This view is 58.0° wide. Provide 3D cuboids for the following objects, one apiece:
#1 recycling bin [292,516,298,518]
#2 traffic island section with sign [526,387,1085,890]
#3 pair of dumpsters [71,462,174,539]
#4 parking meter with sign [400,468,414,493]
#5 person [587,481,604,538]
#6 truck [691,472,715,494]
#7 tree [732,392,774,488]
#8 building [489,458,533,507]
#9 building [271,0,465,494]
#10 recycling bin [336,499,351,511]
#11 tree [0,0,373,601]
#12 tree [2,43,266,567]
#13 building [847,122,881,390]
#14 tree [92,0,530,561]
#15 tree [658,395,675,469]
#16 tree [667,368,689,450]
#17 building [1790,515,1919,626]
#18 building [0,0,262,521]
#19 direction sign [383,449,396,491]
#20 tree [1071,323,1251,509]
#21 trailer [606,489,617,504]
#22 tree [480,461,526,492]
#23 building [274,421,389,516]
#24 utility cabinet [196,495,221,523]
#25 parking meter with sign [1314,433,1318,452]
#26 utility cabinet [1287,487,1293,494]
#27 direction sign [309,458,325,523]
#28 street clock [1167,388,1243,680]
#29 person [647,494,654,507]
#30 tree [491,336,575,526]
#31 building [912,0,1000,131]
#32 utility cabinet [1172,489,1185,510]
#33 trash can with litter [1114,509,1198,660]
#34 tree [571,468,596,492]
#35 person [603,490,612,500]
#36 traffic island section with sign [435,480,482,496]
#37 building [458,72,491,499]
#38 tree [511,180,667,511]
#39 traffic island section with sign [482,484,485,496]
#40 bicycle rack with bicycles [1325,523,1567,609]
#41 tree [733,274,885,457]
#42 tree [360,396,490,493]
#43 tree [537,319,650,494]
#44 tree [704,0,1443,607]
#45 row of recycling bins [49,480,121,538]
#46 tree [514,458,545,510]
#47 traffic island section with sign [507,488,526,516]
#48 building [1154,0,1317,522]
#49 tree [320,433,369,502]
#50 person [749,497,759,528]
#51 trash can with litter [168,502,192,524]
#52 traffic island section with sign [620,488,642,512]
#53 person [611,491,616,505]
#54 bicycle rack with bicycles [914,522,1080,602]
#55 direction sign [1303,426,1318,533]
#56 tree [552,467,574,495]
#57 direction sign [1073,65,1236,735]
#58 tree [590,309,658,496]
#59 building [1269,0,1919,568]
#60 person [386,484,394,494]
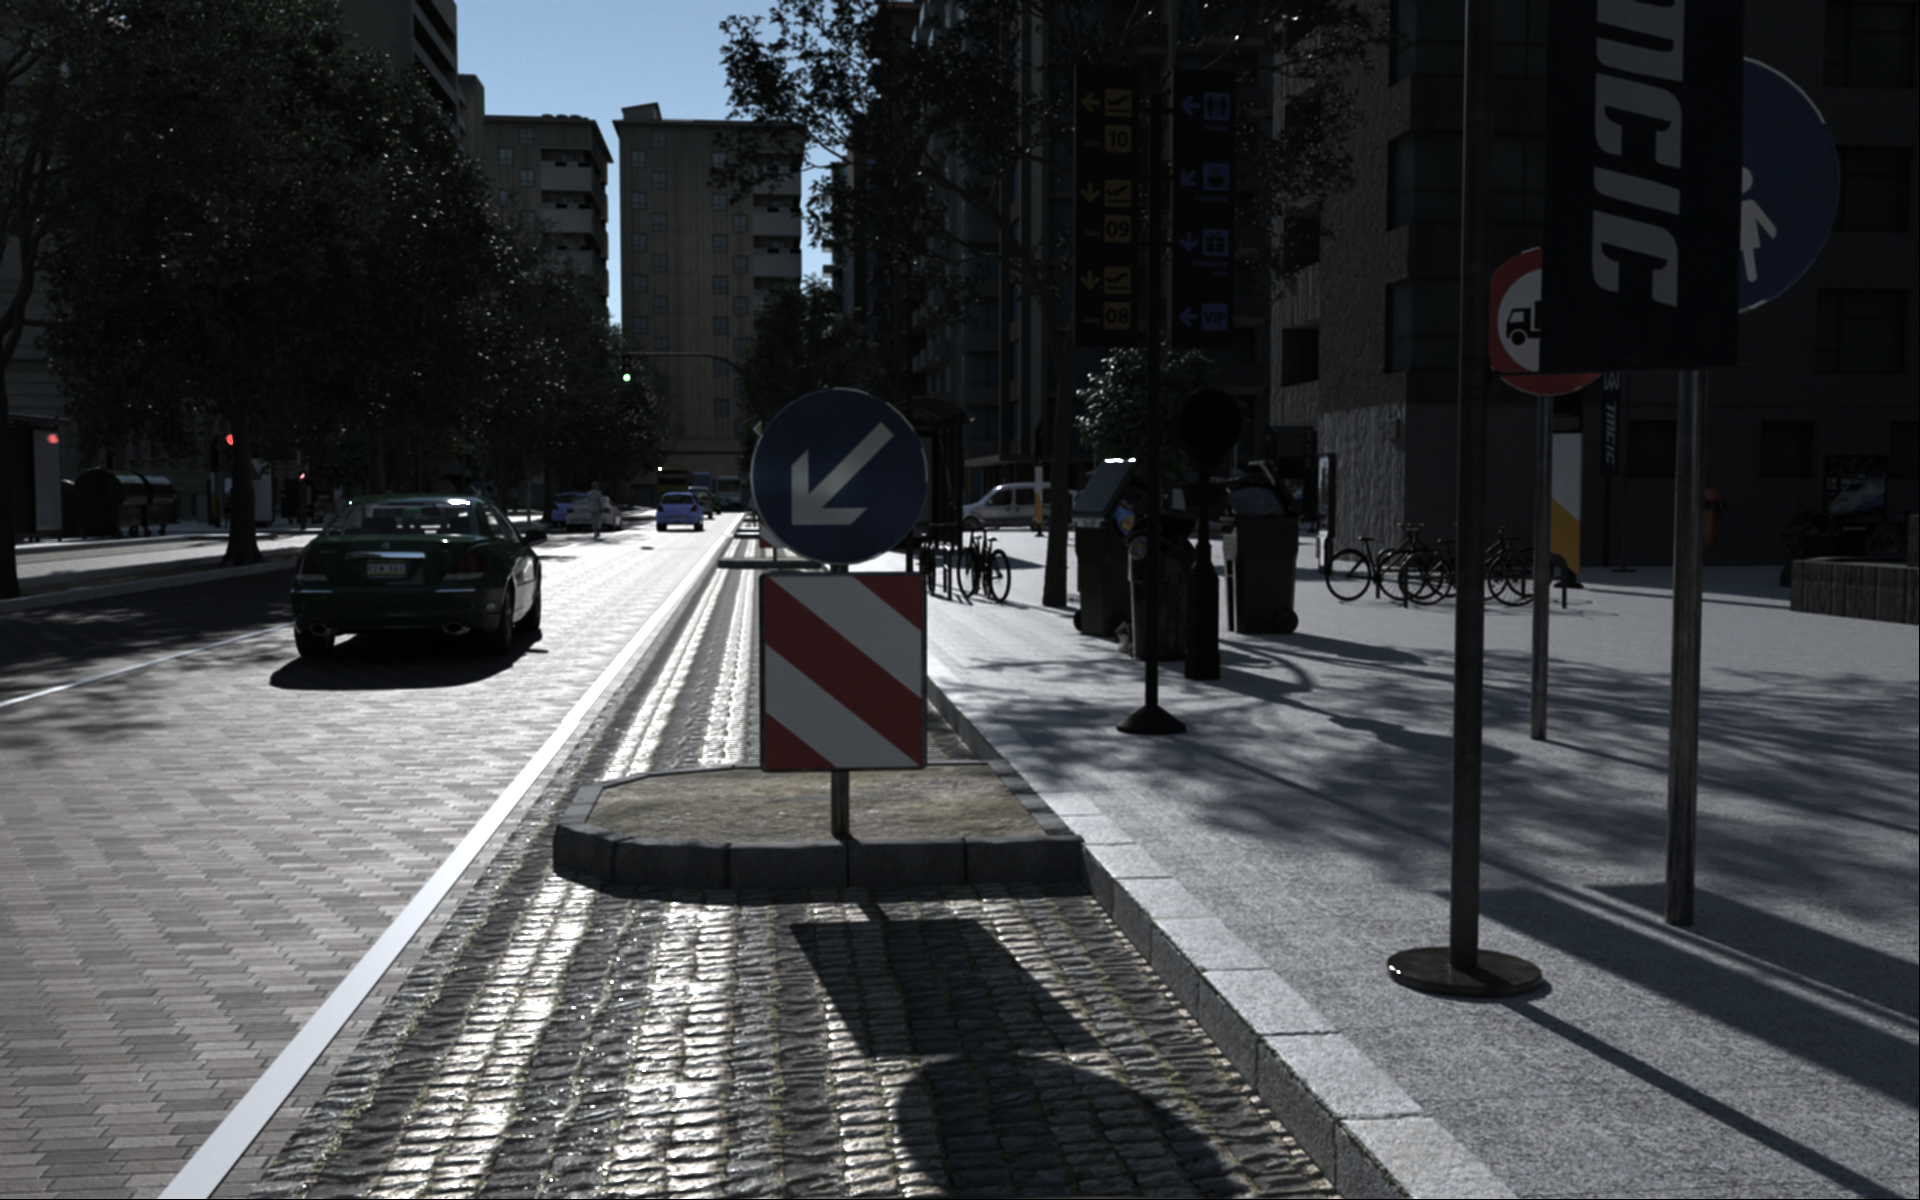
[{"bbox_3d":[-36.173,-4.990,94.147,0.722,1.027,0.722,3,4,36],"label":"recycling bin"},{"bbox_3d":[-0.636,0.088,7.196,1.989,1.847,2.006,0,4,-7],"label":"traffic island section with sign"},{"bbox_3d":[-24.839,-2.993,51.431,1.574,2.255,4.437,0,4,-7],"label":"pair of dumpsters"},{"bbox_3d":[-34.850,-6.887,108.868,0.543,3.016,1.738,1,4,22],"label":"parking meter with sign"},{"bbox_3d":[-11.795,-2.915,56.045,0.514,1.842,0.818,-1,4,-10],"label":"person"},{"bbox_3d":[-30.493,-12.976,201.911,2.967,4.110,18.799,0,4,-5],"label":"truck"},{"bbox_3d":[-20.906,-17.620,205.099,9.611,12.733,9.660,0,3,0],"label":"tree"},{"bbox_3d":[-63.279,-21.039,189.020,28.899,21.520,27.650,0,4,-7],"label":"building"},{"bbox_3d":[-54.511,-31.877,144.898,21.300,48.544,21.600,0,4,-7],"label":"building"},{"bbox_3d":[-32.172,-4.777,90.652,0.722,1.027,0.722,0,4,-2],"label":"recycling bin"},{"bbox_3d":[-12.974,-6.744,23.086,12.009,13.543,11.850,0,3,0],"label":"tree"},{"bbox_3d":[-14.158,-7.001,33.936,9.611,12.733,9.660,0,3,0],"label":"tree"},{"bbox_3d":[-5.783,-33.698,201.068,14.600,45.320,14.200,0,4,-7],"label":"building"},{"bbox_3d":[-14.906,-7.617,43.998,9.611,12.733,9.660,0,3,0],"label":"tree"},{"bbox_3d":[-23.280,-11.726,111.183,9.611,12.733,9.660,0,3,0],"label":"tree"},{"bbox_3d":[-24.351,-12.855,123.013,12.009,13.543,11.850,0,3,0],"label":"tree"},{"bbox_3d":[19.946,-28.466,7.418,21.231,58.520,28.212,0,4,-7],"label":"building"},{"bbox_3d":[-44.782,-15.248,82.581,16.112,22.955,30.059,0,4,-7],"label":"building"},{"bbox_3d":[-28.950,-5.842,87.513,0.876,3.537,0.379,-1,4,-22],"label":"direction sign"},{"bbox_3d":[3.853,-3.032,33.294,4.285,4.588,4.351,0,3,0],"label":"tree"},{"bbox_3d":[-38.926,-11.398,193.409,1.471,1.999,3.904,0,4,-6],"label":"trailer"},{"bbox_3d":[-33.944,-8.849,128.397,4.285,4.588,4.351,0,3,0],"label":"tree"},{"bbox_3d":[-47.393,-18.156,115.943,14.460,24.649,34.723,0,4,-7],"label":"building"},{"bbox_3d":[-33.570,-4.049,77.369,1.020,1.237,0.306,1,4,11],"label":"utility cabinet"},{"bbox_3d":[10.834,-3.223,48.965,0.543,3.016,1.738,-2,4,-34],"label":"parking meter with sign"},{"bbox_3d":[10.145,-2.878,55.739,1.173,1.500,0.318,-2,4,-28],"label":"utility cabinet"},{"bbox_3d":[-28.317,-5.155,76.289,0.876,3.537,0.379,2,4,25],"label":"direction sign"},{"bbox_3d":[1.683,-0.453,11.971,0.471,2.002,0.358,-1,4,-16],"label":"street clock"},{"bbox_3d":[-31.427,-10.082,176.558,0.991,1.433,0.599,-2,4,-28],"label":"person"},{"bbox_3d":[-19.167,-7.583,76.808,4.360,8.622,3.978,0,3,0],"label":"tree"},{"bbox_3d":[8.289,-30.959,125.787,23.786,49.044,30.456,0,4,-7],"label":"building"},{"bbox_3d":[9.336,-3.821,71.159,1.173,1.500,0.318,2,4,27],"label":"utility cabinet"},{"bbox_3d":[1.465,-0.138,13.648,0.624,1.170,1.055,-1,4,-14],"label":"trash can with litter"},{"bbox_3d":[-39.675,-12.153,182.411,4.285,4.588,4.351,0,3,0],"label":"tree"},{"bbox_3d":[-30.191,-8.513,147.817,0.705,1.807,1.348,3,5,40],"label":"person"},{"bbox_3d":[-16.620,-2.899,55.539,2.006,1.907,1.989,0,4,-7],"label":"traffic island section with sign"},{"bbox_3d":[-52.779,-29.337,163.250,14.154,41.232,14.086,0,4,-7],"label":"building"},{"bbox_3d":[-17.897,-9.461,67.511,12.009,13.543,11.850,0,3,0],"label":"tree"},{"bbox_3d":[-17.465,-3.349,62.898,2.006,1.907,1.989,0,4,-7],"label":"traffic island section with sign"},{"bbox_3d":[5.808,-0.434,20.483,2.925,0.926,2.852,0,4,5],"label":"bicycle rack with bicycles"},{"bbox_3d":[-8.298,-11.834,100.133,9.857,13.997,8.962,0,3,0],"label":"tree"},{"bbox_3d":[-31.393,-11.108,99.749,7.486,12.596,7.792,0,3,0],"label":"tree"},{"bbox_3d":[-21.997,-10.595,101.447,9.928,11.665,9.643,0,3,0],"label":"tree"},{"bbox_3d":[1.013,-5.185,19.188,8.767,10.594,7.601,1,4,8],"label":"tree"},{"bbox_3d":[-26.561,-2.775,52.482,1.069,1.692,3.534,0,4,-2],"label":"row of recycling bins"},{"bbox_3d":[-34.734,-13.373,136.775,7.486,12.596,7.792,0,3,0],"label":"tree"},{"bbox_3d":[-29.345,-6.431,113.778,1.989,1.847,2.006,0,4,-7],"label":"traffic island section with sign"},{"bbox_3d":[14.818,-26.389,86.079,28.867,44.769,22.147,0,4,-7],"label":"building"},{"bbox_3d":[-28.811,-5.963,81.209,4.285,4.588,4.351,0,3,0],"label":"tree"},{"bbox_3d":[-8.371,-3.711,70.993,0.589,1.601,0.330,0,4,8],"label":"person"},{"bbox_3d":[-34.295,-3.863,74.219,2.233,1.210,1.678,0,4,-2],"label":"trash can with litter"},{"bbox_3d":[-26.144,-7.914,137.536,2.006,1.907,1.989,0,4,-7],"label":"traffic island section with sign"},{"bbox_3d":[-33.613,-9.674,167.207,0.750,1.759,0.617,-2,4,-31],"label":"person"},{"bbox_3d":[0.595,-0.507,21.675,2.852,0.926,2.925,0,4,-1],"label":"bicycle rack with bicycles"},{"bbox_3d":[11.716,-4.005,57.473,0.379,3.537,0.876,-2,4,-33],"label":"direction sign"},{"bbox_3d":[-36.758,-12.671,157.537,4.737,8.622,4.395,0,3,0],"label":"tree"},{"bbox_3d":[1.040,-1.059,9.305,0.876,3.537,0.379,-1,4,-9],"label":"direction sign"},{"bbox_3d":[-19.975,-10.055,83.857,9.611,12.733,9.660,0,3,0],"label":"tree"},{"bbox_3d":[13.910,-16.219,36.876,14.160,30.474,14.107,0,4,-7],"label":"building"},{"bbox_3d":[-21.856,-3.536,66.502,0.419,1.800,0.721,0,4,1],"label":"person"}]
